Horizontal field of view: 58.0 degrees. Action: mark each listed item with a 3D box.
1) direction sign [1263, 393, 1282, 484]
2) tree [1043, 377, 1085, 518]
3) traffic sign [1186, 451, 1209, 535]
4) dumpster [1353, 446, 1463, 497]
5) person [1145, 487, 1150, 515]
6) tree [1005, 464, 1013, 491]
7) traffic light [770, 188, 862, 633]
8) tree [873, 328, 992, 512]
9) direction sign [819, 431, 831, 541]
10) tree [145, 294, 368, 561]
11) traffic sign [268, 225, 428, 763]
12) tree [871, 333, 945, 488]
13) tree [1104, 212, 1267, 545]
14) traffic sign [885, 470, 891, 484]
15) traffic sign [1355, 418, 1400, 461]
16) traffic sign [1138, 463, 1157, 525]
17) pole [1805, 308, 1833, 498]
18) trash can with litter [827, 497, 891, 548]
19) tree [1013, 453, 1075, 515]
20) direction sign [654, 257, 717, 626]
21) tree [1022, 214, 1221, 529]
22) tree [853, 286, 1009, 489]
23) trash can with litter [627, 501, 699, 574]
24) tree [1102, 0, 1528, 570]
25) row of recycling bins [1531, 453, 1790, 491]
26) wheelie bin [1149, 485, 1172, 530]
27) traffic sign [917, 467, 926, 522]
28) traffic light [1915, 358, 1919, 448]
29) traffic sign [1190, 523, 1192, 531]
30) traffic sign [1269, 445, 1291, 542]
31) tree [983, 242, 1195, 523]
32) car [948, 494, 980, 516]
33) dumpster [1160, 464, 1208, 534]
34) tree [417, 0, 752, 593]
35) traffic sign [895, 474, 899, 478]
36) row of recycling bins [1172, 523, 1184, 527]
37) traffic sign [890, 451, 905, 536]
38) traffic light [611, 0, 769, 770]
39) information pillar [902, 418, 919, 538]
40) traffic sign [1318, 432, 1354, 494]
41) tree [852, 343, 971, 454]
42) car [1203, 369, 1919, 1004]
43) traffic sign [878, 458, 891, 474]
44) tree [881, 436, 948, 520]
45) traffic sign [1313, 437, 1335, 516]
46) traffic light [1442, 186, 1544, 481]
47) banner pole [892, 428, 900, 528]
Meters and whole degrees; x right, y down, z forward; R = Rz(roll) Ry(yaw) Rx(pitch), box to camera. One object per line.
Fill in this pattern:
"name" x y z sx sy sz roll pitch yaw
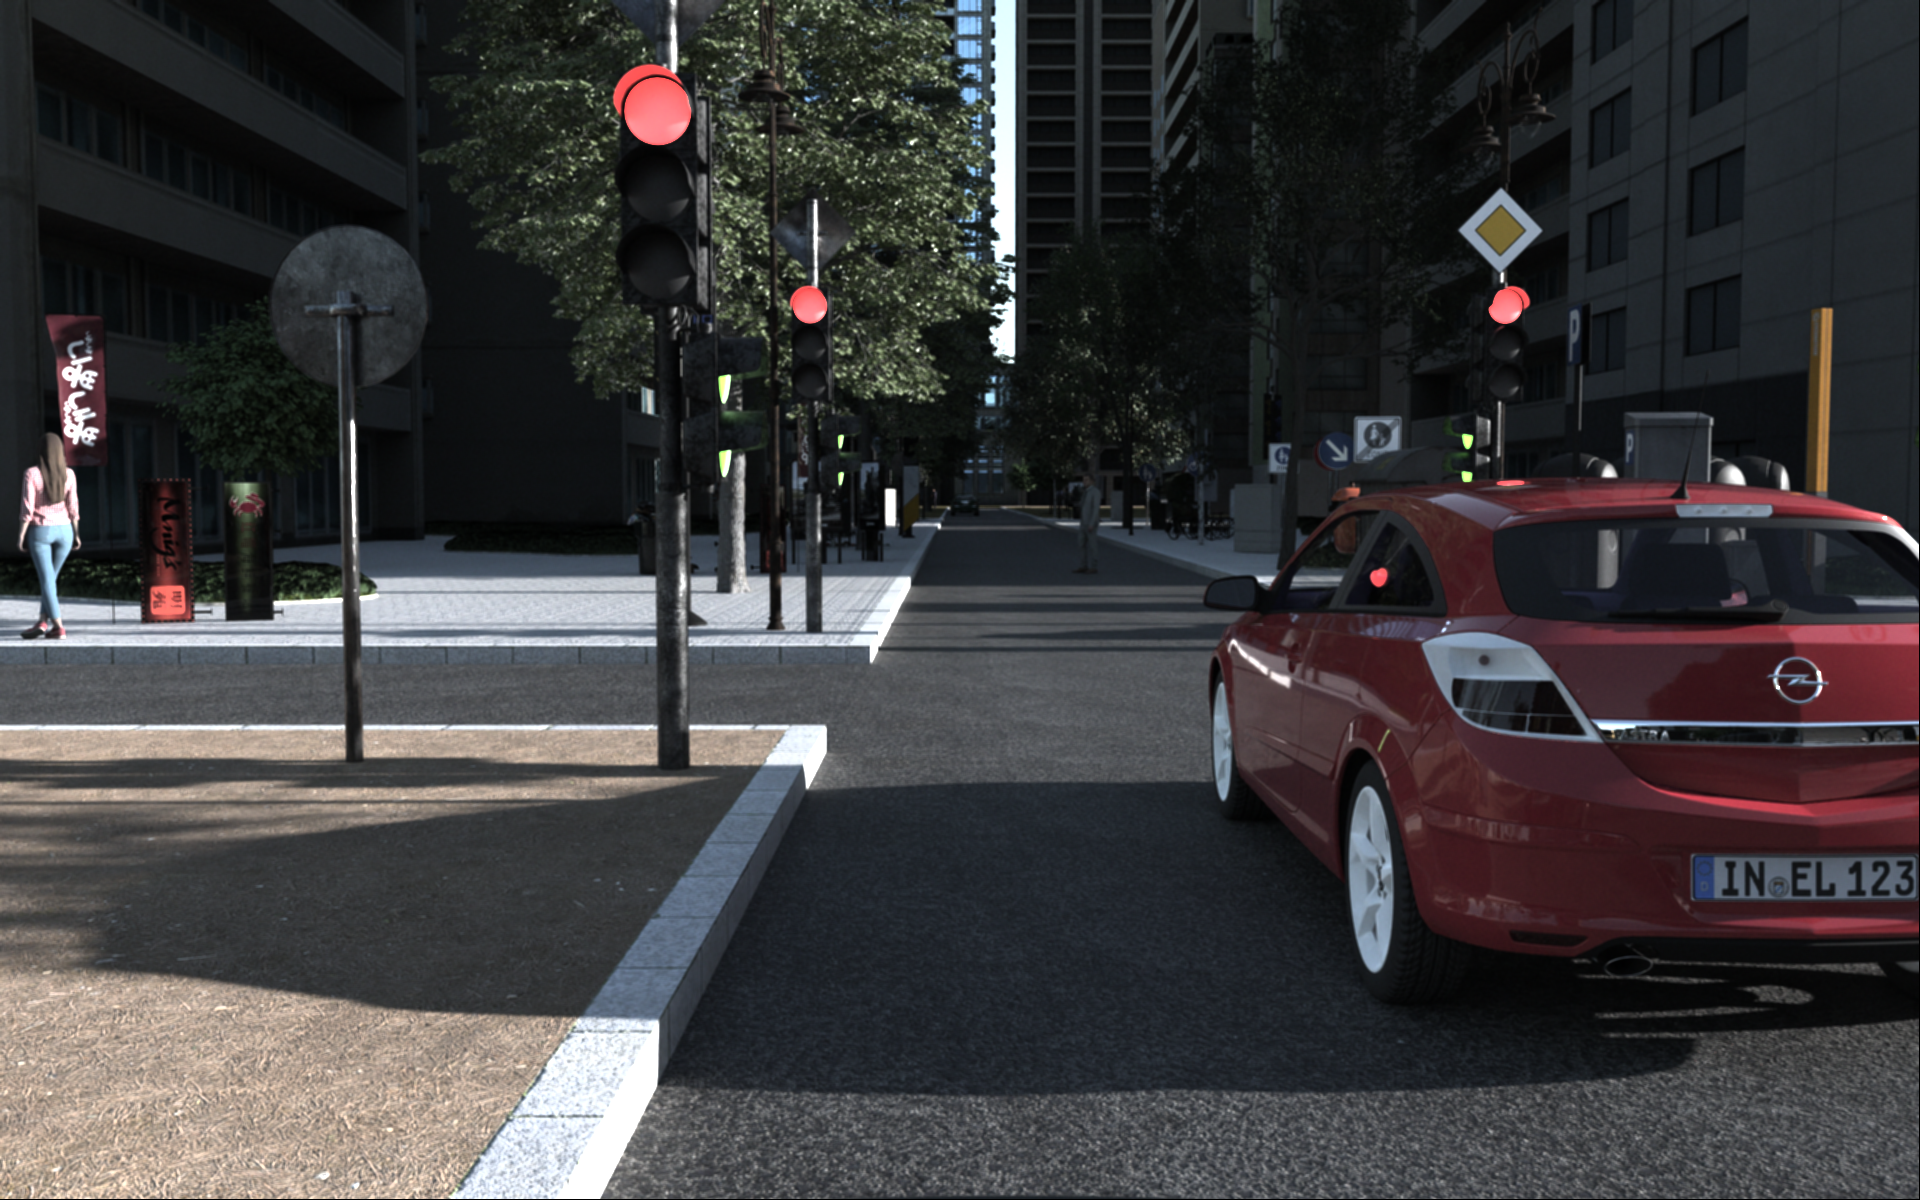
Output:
"direction sign" 7.095 -2.898 39.387 0.379 3.537 0.876 2 4 35
"tree" 5.180 -8.784 93.980 4.737 8.622 4.395 0 3 0
"traffic sign" 7.147 -3.161 51.781 0.768 2.556 0.104 0 4 4
"dumpster" 5.792 -0.987 21.900 1.264 1.857 1.865 0 3 0
"person" 11.552 -6.039 105.561 0.721 1.735 1.217 1 4 22
"tree" 5.765 -10.648 157.806 4.285 4.588 4.351 0 3 0
"traffic light" -1.337 -1.655 15.978 0.839 4.253 0.868 0 3 0
"tree" -2.335 -13.505 127.468 9.857 13.997 8.962 0 3 0
"direction sign" -3.704 -3.383 47.315 0.876 3.537 0.379 2 4 31
"tree" -11.514 -2.742 28.544 4.285 4.588 4.351 0 3 0
"traffic sign" -2.904 -0.497 8.229 0.768 2.556 0.104 0 4 3
"tree" -2.276 -7.283 69.435 4.360 8.622 3.978 0 3 0
"tree" 5.871 -5.691 43.413 4.360 8.622 3.978 0 3 0
"traffic sign" -3.192 -4.293 72.317 0.606 2.300 0.079 1 4 9
"traffic sign" 5.520 -1.275 22.968 0.606 2.300 0.079 0 4 4
"traffic sign" 7.797 -4.398 72.016 0.768 2.556 0.104 1 4 9
"pole" 9.467 -1.546 19.123 0.158 3.312 0.155 0 3 0
"trash can with litter" -2.543 -1.929 42.589 2.233 1.210 1.678 -2 4 -33
"tree" 6.306 -8.278 119.061 4.285 4.588 4.351 0 3 0
"direction sign" -2.674 -1.523 16.895 0.876 3.537 0.379 3 5 39
"tree" 6.157 -8.481 64.420 9.928 11.665 9.643 0 3 0
"tree" -2.074 -17.655 144.553 12.611 20.169 13.585 0 3 0
"trash can with litter" -4.761 -1.005 27.816 0.624 1.170 1.055 3 5 44
"tree" 5.804 -5.770 28.752 7.601 10.594 8.767 1 4 22
"row of recycling bins" 7.392 -0.673 18.114 3.534 1.692 1.069 -2 4 -29
"wheelie bin" 7.195 -3.330 62.351 0.980 1.594 0.693 -3 4 -38
"traffic sign" -1.909 -4.808 78.719 0.768 2.556 0.104 0 4 4
"traffic light" 4.938 -1.168 8.020 0.839 4.253 0.868 0 3 0
"traffic sign" 7.791 -3.565 58.296 0.884 2.594 0.081 0 4 1
"traffic sign" 6.547 -2.015 35.073 0.606 2.300 0.079 1 4 9
"tree" 5.835 -9.836 77.829 9.611 12.733 9.660 0 3 0
"car" 0.313 -6.276 114.411 2.131 1.459 4.920 0 4 -1
"dumpster" 7.416 -3.323 56.822 1.502 2.255 1.985 0 3 0
"tree" -3.401 -6.369 22.261 7.486 12.596 7.792 0 3 0
"traffic sign" -1.998 -3.816 62.495 0.768 2.556 0.104 0 4 4
"row of recycling bins" 8.550 -3.845 69.985 1.069 1.692 3.534 1 4 11
"traffic sign" -1.682 -3.136 51.383 0.768 2.556 0.104 0 4 2
"traffic light" -1.323 -1.166 7.993 0.839 4.253 0.868 0 3 0
"information pillar" -1.438 -3.636 50.798 0.504 3.616 0.183 1 4 20
"traffic sign" 7.734 -2.171 35.597 0.768 2.556 0.104 0 4 5
"tree" -2.930 -10.032 98.437 8.767 10.594 7.601 3 5 43
"car" 2.038 0.164 6.355 2.155 1.783 4.494 0 4 0
"traffic sign" -2.940 -3.883 63.227 0.795 2.593 0.064 0 4 1
"tree" -2.247 -6.193 84.971 4.285 4.588 4.351 0 3 0
"traffic sign" 8.051 -2.297 37.655 0.768 2.556 0.104 0 4 4
"traffic light" 4.924 -1.657 16.006 0.839 4.253 0.868 0 3 0
"banner pole" -2.331 -4.644 65.951 0.401 3.779 0.863 -1 4 -22
